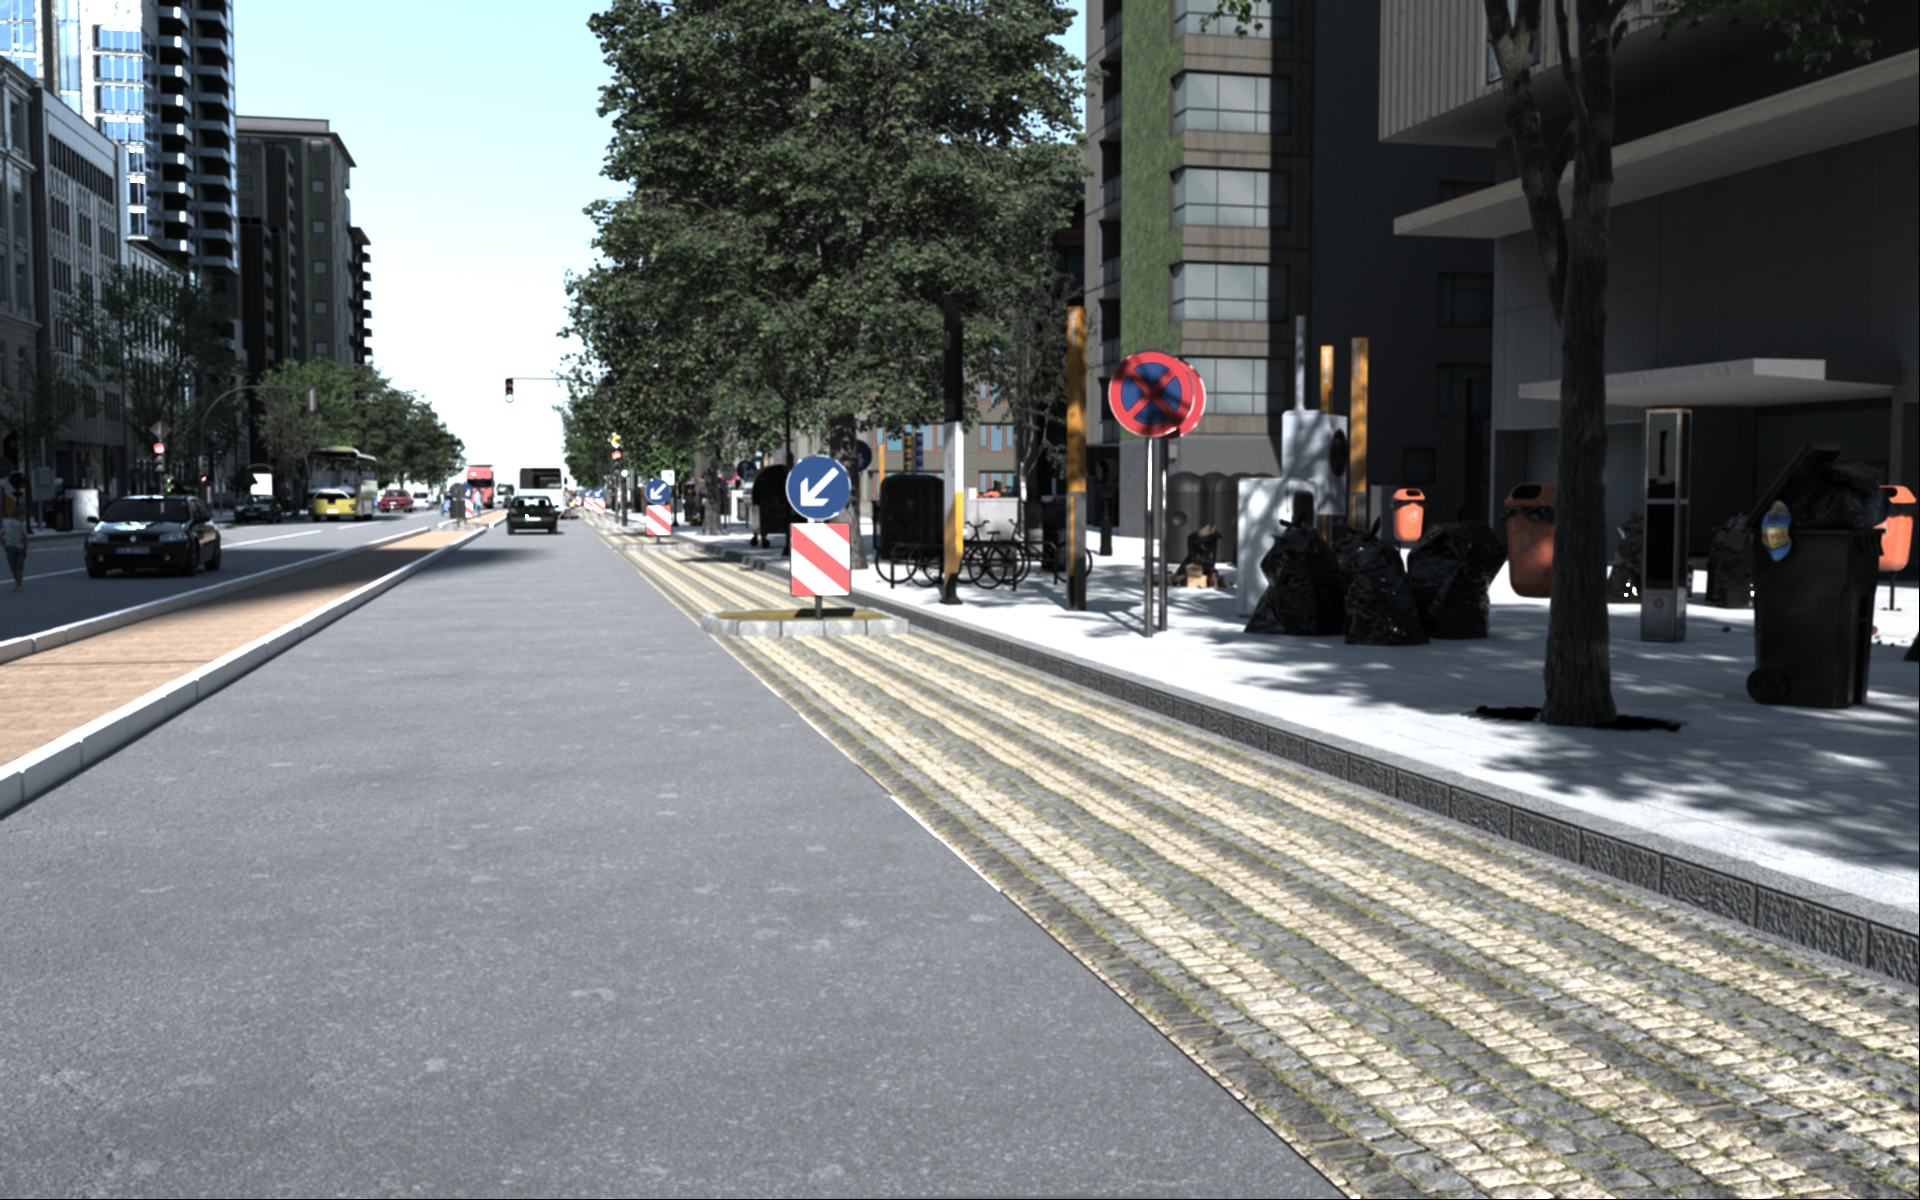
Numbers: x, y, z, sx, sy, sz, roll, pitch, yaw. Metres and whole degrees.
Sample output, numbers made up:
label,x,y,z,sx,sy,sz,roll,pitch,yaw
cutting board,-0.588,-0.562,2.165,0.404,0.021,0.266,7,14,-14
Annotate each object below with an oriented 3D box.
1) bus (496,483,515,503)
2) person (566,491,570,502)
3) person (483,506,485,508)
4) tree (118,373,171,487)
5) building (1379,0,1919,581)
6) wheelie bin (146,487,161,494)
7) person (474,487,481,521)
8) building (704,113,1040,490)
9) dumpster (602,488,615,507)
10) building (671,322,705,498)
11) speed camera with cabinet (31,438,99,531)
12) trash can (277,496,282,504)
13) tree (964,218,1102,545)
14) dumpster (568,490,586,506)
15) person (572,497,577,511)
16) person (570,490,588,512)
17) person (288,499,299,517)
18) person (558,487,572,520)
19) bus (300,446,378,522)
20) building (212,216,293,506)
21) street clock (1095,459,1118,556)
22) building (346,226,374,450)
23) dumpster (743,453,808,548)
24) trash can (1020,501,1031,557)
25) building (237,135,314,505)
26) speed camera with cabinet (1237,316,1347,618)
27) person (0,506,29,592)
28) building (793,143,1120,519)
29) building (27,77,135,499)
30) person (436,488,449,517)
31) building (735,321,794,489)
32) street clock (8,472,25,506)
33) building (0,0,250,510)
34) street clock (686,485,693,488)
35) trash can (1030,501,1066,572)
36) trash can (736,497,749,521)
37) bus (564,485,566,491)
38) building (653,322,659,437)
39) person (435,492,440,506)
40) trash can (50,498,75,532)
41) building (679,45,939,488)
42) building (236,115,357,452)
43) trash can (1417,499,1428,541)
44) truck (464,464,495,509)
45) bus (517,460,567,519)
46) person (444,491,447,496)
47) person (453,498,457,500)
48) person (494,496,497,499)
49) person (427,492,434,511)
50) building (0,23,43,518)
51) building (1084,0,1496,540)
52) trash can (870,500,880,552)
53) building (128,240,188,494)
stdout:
label,x,y,z,sx,sy,sz,roll,pitch,yaw
bus,-71.406,-16.957,272.112,2.948,3.499,13.247,-1,4,-15
person,-33.516,-8.473,147.789,0.466,1.731,0.760,-1,4,-22
person,-49.069,-10.431,178.984,1.348,1.831,0.705,-2,4,-24
tree,-49.091,-9.519,105.997,4.360,8.622,3.978,0,3,0
building,24.780,-26.694,25.686,28.713,52.752,27.495,-1,4,-13
wheelie bin,-34.717,-4.086,74.711,0.980,1.594,0.693,-1,4,-17
person,-25.703,-5.115,92.395,0.793,1.790,0.793,-2,4,-28
building,-10.171,-29.900,180.741,32.217,40.220,23.993,-1,4,-13
dumpster,-29.502,-8.580,146.044,1.264,1.857,1.865,-1,4,-13
building,-34.873,-37.345,265.215,22.147,44.769,28.867,-1,4,-13
speed camera with cabinet,-31.700,-4.098,61.344,2.038,3.252,0.660,-3,4,-36
trash can,-53.280,-7.588,135.716,0.748,1.137,0.748,0,3,0
tree,1.578,-5.654,42.810,4.360,8.622,3.978,0,3,0
dumpster,-38.863,-10.254,175.864,1.865,1.857,1.264,-1,4,-11
person,-28.993,-7.161,130.265,0.352,1.250,0.332,-1,4,-11
person,-30.994,-8.098,141.121,1.509,1.804,0.699,-1,4,-18
person,-38.565,-5.275,100.240,1.012,1.151,0.738,3,5,43
person,-21.513,-5.251,94.444,0.778,1.811,0.616,-2,4,-35
bus,-32.870,-6.163,92.320,2.896,3.916,12.252,-1,4,-14
building,-77.378,-24.854,178.060,14.160,30.474,14.107,-1,4,-13
street clock,3.030,-1.915,35.880,0.358,2.002,0.471,-2,4,-32
building,-104.537,-37.783,272.383,22.147,44.769,28.867,-1,4,-13
dumpster,-4.359,-2.391,41.589,1.502,2.255,1.985,-1,4,-13
trash can,1.581,-1.409,34.695,0.748,1.137,0.748,0,3,0
building,-80.080,-31.068,191.552,14.154,41.232,14.086,-1,4,-13
speed camera with cabinet,3.605,-1.486,18.626,0.660,3.252,2.038,2,4,29
person,-13.905,-0.752,25.485,0.332,1.250,0.352,1,4,20
building,6.283,-15.919,105.320,28.899,21.520,27.650,-1,4,-13
building,-60.109,-17.679,107.069,12.078,24.808,19.932,-1,4,-13
person,-31.825,-5.962,106.333,0.721,1.781,0.623,3,4,37
building,-2.204,-17.784,135.814,27.650,21.520,28.899,-1,4,-13
street clock,-31.510,-3.263,57.923,0.358,2.002,0.471,2,4,25
building,-76.277,-51.425,153.478,22.319,86.520,31.000,-1,4,-13
street clock,-18.553,-6.978,118.654,0.471,2.002,0.358,-1,4,-10
trash can,1.665,-1.038,28.624,0.748,1.137,0.748,0,3,0
trash can,-10.367,-4.361,82.961,0.748,1.137,0.748,0,3,0
bus,-38.509,-10.286,163.029,2.948,3.499,13.247,-1,4,-14
building,-40.983,-41.251,294.065,23.786,49.044,30.456,-1,4,-13
person,-62.091,-12.060,206.475,0.721,1.735,1.217,3,4,37
trash can,-30.487,-2.888,58.867,0.748,1.137,0.748,0,3,0
building,-17.885,-37.658,204.943,28.713,52.752,27.495,-1,4,-13
building,-100.817,-40.054,244.114,28.713,52.752,27.495,-1,4,-13
trash can,12.441,-2.194,47.521,0.748,1.137,0.748,0,3,0
truck,-46.111,-10.861,166.488,2.839,4.237,11.283,-1,4,-14
bus,-24.733,-6.584,102.513,2.948,3.499,13.247,-1,4,-13
person,-45.403,-8.768,152.572,0.721,1.743,1.217,3,4,38
person,-29.464,-5.658,101.356,0.624,1.780,0.694,0,4,0
person,-47.520,-10.197,175.160,1.348,1.831,0.705,-2,4,-24
person,-44.289,-8.234,144.944,0.330,1.601,0.589,3,5,43
building,-56.157,-18.423,87.127,13.634,28.700,20.117,-1,4,-13
building,11.210,-22.647,53.878,14.154,41.232,14.086,-1,4,-13
trash can,-1.639,-1.649,38.612,0.748,1.137,0.748,0,3,0
building,-63.107,-16.937,126.067,9.793,20.994,18.267,-1,4,-13
